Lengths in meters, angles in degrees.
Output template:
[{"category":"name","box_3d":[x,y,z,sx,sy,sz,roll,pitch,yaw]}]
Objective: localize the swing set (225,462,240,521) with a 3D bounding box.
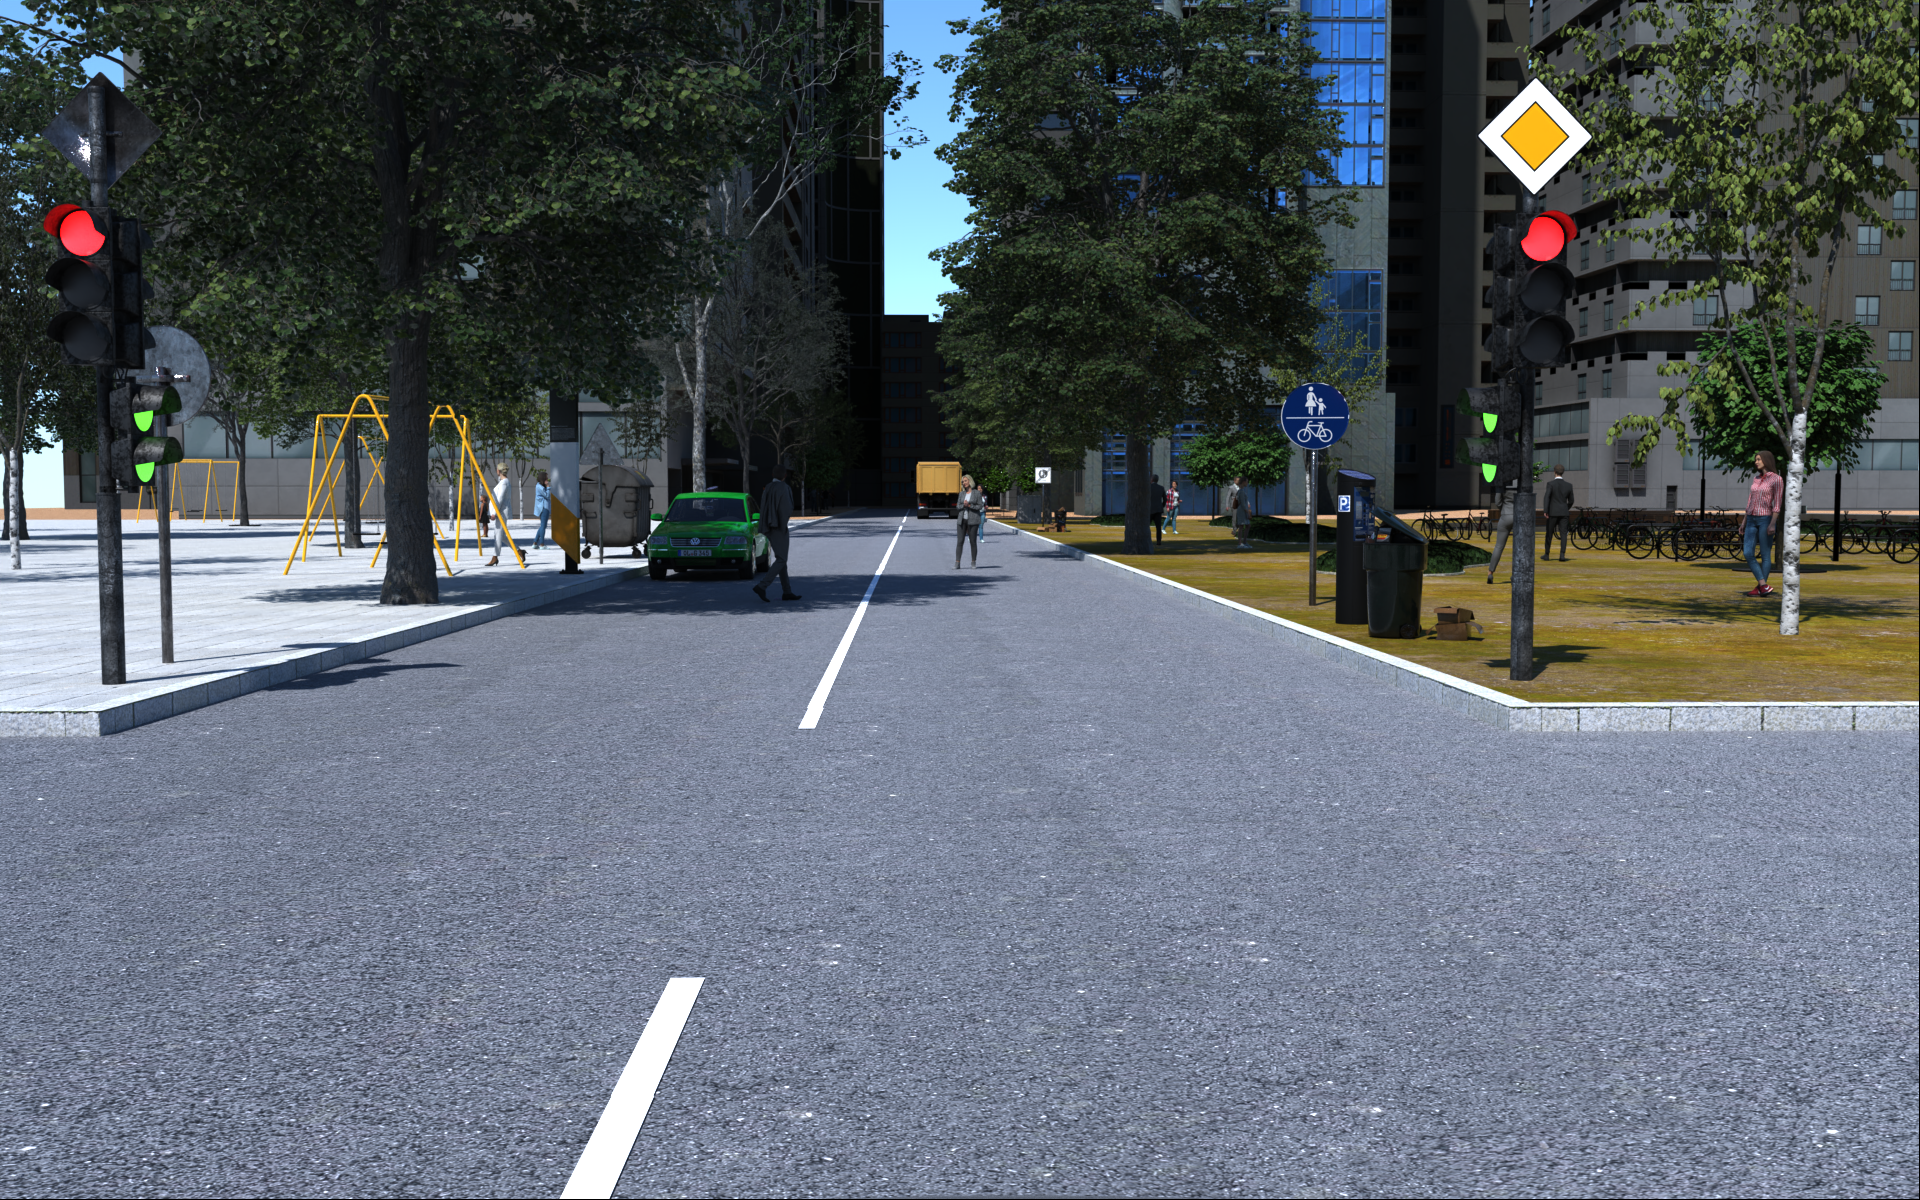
[{"category":"swing set","box_3d":[-35.989,-5.237,83.251,3.119,2.851,2.862,-1,4,-10]}]

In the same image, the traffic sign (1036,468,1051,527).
[{"category":"traffic sign","box_3d":[3.215,-3.967,66.996,0.606,2.300,0.079,0,4,7]}]

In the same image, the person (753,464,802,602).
[{"category":"person","box_3d":[-2.422,-0.889,23.131,0.850,1.850,0.679,-3,5,-42]}]

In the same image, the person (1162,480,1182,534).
[{"category":"person","box_3d":[6.827,-2.987,55.719,0.563,1.720,0.643,-2,4,-34]}]

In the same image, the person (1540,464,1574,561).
[{"category":"person","box_3d":[11.385,-1.670,33.122,0.659,1.850,0.755,0,4,-1]}]

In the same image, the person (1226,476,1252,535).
[{"category":"person","box_3d":[8.307,-2.793,51.823,0.709,1.813,0.853,-2,4,-29]}]

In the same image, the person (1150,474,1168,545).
[{"category":"person","box_3d":[4.848,-2.272,43.587,0.661,1.777,0.834,-1,4,-20]}]

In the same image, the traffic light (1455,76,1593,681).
[{"category":"traffic light","box_3d":[3.856,-1.402,11.843,0.839,4.253,0.868,0,4,-1]}]

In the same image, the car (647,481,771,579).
[{"category":"car","box_3d":[-4.357,-1.326,30.472,1.959,1.807,4.718,0,4,-1]}]

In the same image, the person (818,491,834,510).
[{"category":"person","box_3d":[-10.798,-8.153,139.362,1.348,1.822,0.705,0,4,4]}]

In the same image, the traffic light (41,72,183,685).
[{"category":"traffic light","box_3d":[-5.702,-1.386,11.589,0.839,4.253,0.868,0,4,-1]}]

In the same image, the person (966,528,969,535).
[{"category":"person","box_3d":[0.362,-3.163,60.787,0.524,1.755,0.480,0,4,3]}]

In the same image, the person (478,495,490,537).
[{"category":"person","box_3d":[-14.119,-2.480,51.257,0.373,1.253,0.362,1,4,11]}]

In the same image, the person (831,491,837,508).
[{"category":"person","box_3d":[-12.121,-9.632,166.503,0.721,1.766,1.217,2,4,23]}]

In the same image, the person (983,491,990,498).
[{"category":"person","box_3d":[1.840,-8.316,142.094,1.350,1.814,0.705,2,4,23]}]

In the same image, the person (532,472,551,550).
[{"category":"person","box_3d":[-9.643,-2.056,39.921,0.793,1.790,0.793,3,4,39]}]

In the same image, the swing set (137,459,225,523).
[{"category":"swing set","box_3d":[-35.439,-4.939,78.365,3.119,2.851,2.862,0,4,-8]}]

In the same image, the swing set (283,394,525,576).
[{"category":"swing set","box_3d":[-9.137,-1.886,28.462,2.862,2.851,3.119,1,4,9]}]

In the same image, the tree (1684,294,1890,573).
[{"category":"tree","box_3d":[13.530,-2.743,28.561,4.285,4.588,4.351,0,3,0]}]

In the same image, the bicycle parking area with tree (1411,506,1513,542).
[{"category":"bicycle parking area with tree","box_3d":[17.381,-3.647,46.629,9.016,4.147,8.231,-2,4,-27]}]

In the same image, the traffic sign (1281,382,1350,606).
[{"category":"traffic sign","box_3d":[4.053,-1.207,19.833,0.768,2.556,0.104,1,4,8]}]

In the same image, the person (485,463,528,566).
[{"category":"person","box_3d":[-8.121,-1.533,30.986,0.818,1.842,0.514,-2,4,-29]}]

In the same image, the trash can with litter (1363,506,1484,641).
[{"category":"trash can with litter","box_3d":[4.131,-0.248,15.446,1.055,1.170,0.624,1,4,23]}]

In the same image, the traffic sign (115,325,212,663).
[{"category":"traffic sign","box_3d":[-6.020,-0.794,13.084,0.768,2.556,0.104,0,4,6]}]

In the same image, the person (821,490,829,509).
[{"category":"person","box_3d":[-11.440,-8.528,146.275,0.742,1.727,0.445,0,4,-4]}]

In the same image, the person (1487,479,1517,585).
[{"category":"person","box_3d":[7.784,-1.113,24.521,0.520,1.790,0.573,0,4,-4]}]

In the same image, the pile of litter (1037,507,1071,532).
[{"category":"pile of litter","box_3d":[3.182,-2.740,58.761,1.176,0.858,1.719,0,4,5]}]

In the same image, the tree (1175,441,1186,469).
[{"category":"tree","box_3d":[11.793,-5.956,81.094,4.285,4.588,4.351,0,3,0]}]

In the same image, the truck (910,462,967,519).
[{"category":"truck","box_3d":[-1.264,-6.529,102.673,3.469,3.379,9.791,0,4,-1]}]

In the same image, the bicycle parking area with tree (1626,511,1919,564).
[{"category":"bicycle parking area with tree","box_3d":[17.078,-2.968,35.527,9.016,4.147,8.231,2,4,25]}]

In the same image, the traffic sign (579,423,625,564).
[{"category":"traffic sign","box_3d":[-6.568,-1.935,31.648,0.884,2.594,0.081,0,4,5]}]

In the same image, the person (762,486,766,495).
[{"category":"person","box_3d":[-10.640,-5.323,93.789,0.721,1.735,1.217,0,4,-7]}]

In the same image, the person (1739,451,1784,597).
[{"category":"person","box_3d":[10.006,-0.956,21.678,0.388,1.821,0.555,-2,4,-32]}]

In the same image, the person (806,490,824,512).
[{"category":"person","box_3d":[-10.349,-7.149,123.013,1.350,1.814,0.705,1,4,17]}]

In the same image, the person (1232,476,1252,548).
[{"category":"person","box_3d":[6.680,-2.071,40.916,0.522,1.701,0.512,0,4,2]}]

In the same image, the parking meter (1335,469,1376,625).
[{"category":"parking meter","box_3d":[3.914,-0.533,17.134,0.372,1.533,0.369,0,3,0]}]

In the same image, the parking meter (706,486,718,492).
[{"category":"parking meter","box_3d":[-7.771,-2.811,54.375,0.372,1.533,0.369,0,3,0]}]

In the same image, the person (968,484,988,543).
[{"category":"person","box_3d":[0.549,-2.540,50.860,0.563,1.720,0.643,-2,4,-27]}]

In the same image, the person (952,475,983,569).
[{"category":"person","box_3d":[0.164,-1.487,32.998,0.537,1.800,0.526,2,4,29]}]
